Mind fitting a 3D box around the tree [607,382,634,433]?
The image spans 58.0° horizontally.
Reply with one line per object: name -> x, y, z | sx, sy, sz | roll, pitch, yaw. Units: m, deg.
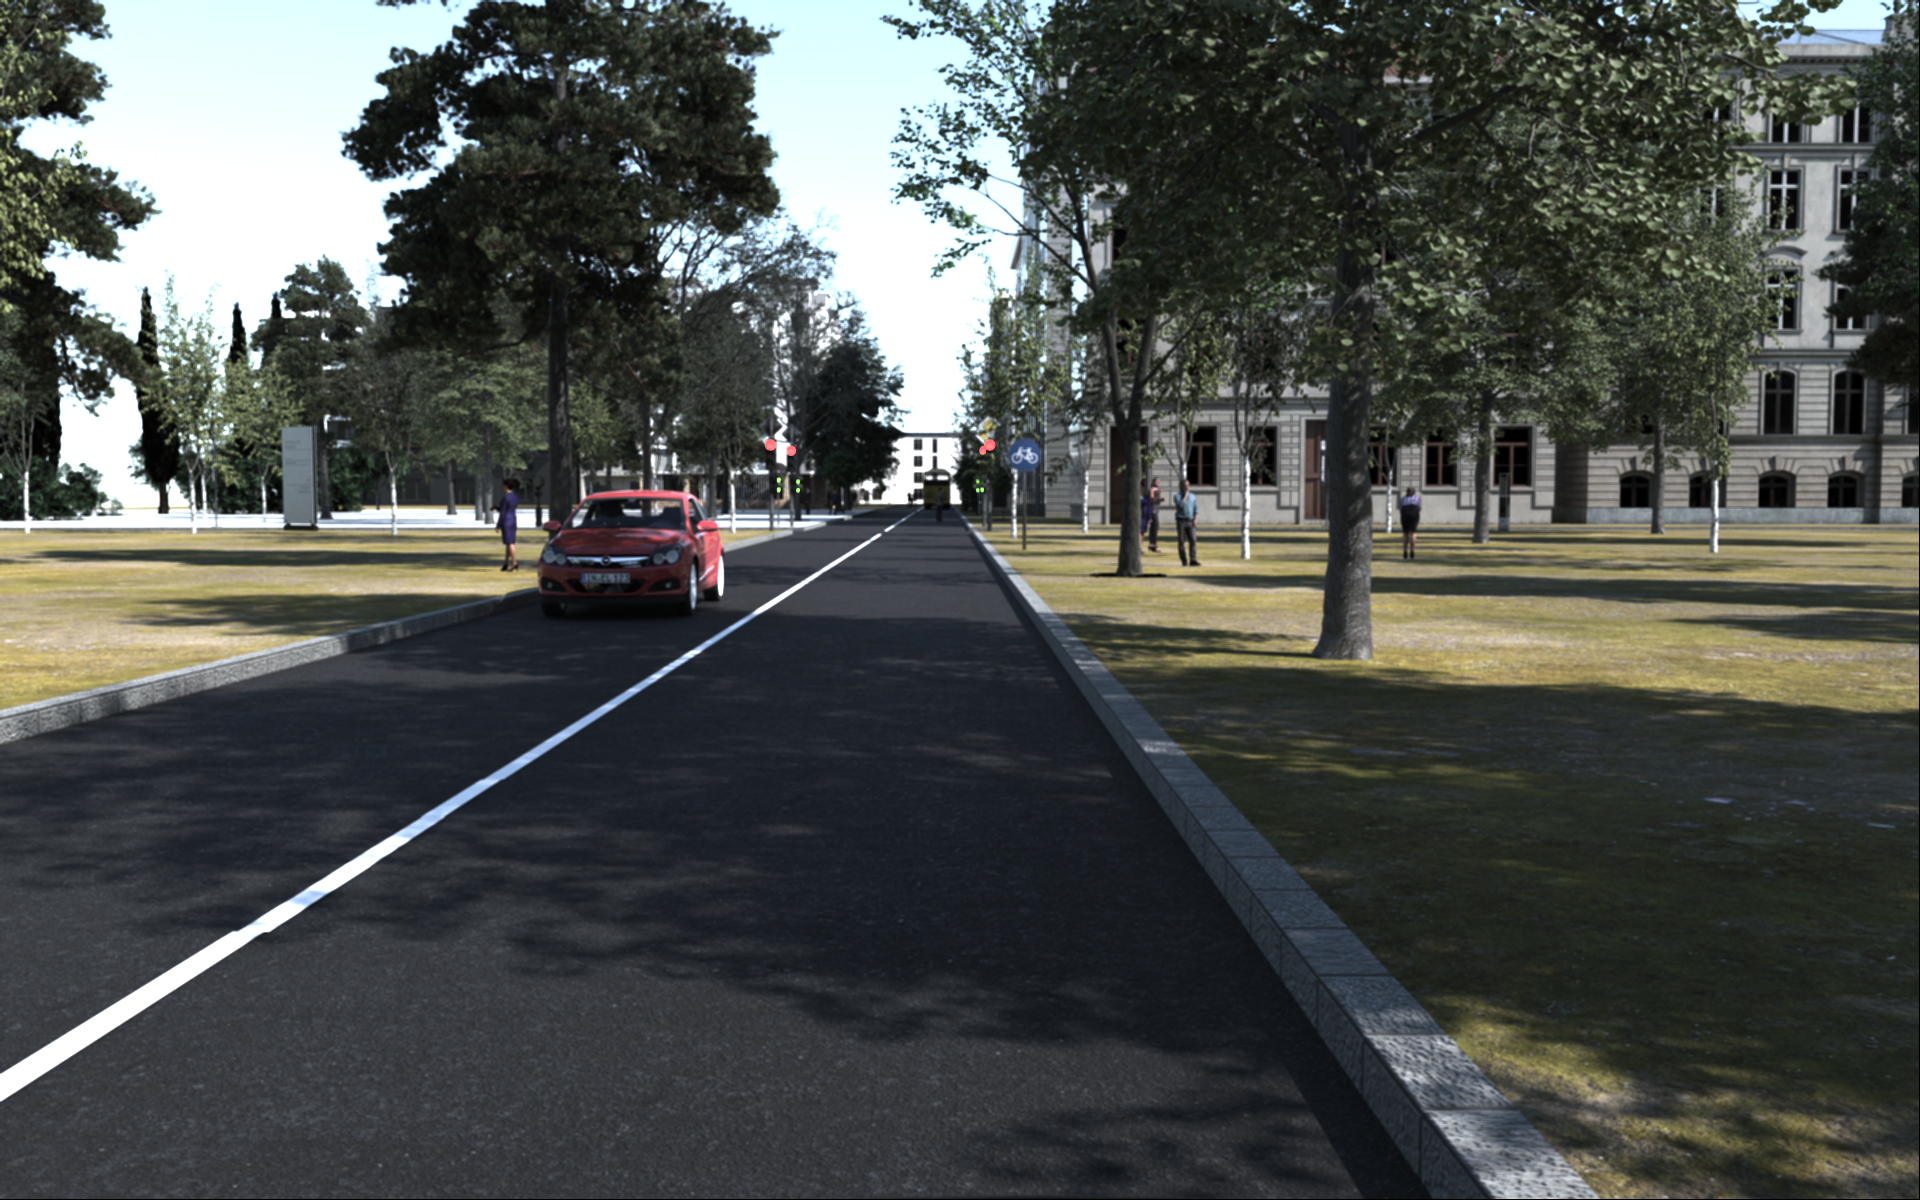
tree -> -12.645, -7.434, 71.914 | 4.360, 8.622, 3.978 | 0, 3, 0

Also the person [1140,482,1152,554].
person -> 3.921, -1.757, 37.137 | 0.453, 1.535, 0.546 | -2, 4, -25

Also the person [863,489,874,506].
person -> -10.033, -11.153, 188.396 | 1.348, 1.824, 0.705 | 0, 4, 1

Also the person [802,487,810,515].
person -> -9.474, -6.092, 106.442 | 0.742, 1.727, 0.445 | 2, 4, 33

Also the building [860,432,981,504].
building -> -8.363, -17.955, 235.716 | 28.070, 9.664, 9.099 | 0, 4, -1

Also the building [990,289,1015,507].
building -> 17.081, -21.107, 189.067 | 27.936, 21.610, 32.646 | 0, 4, -1

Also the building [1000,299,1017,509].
building -> 11.976, -18.972, 166.607 | 16.016, 20.091, 11.380 | 0, 4, -1

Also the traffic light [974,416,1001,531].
traffic light -> 1.012, -4.352, 60.401 | 0.839, 4.213, 0.868 | 0, 4, -1

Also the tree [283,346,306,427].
tree -> -32.099, -7.909, 79.678 | 4.737, 8.622, 4.395 | 0, 3, 0

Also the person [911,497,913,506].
person -> -5.775, -11.517, 200.037 | 0.697, 1.427, 0.421 | 3, 5, 42

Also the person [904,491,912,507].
person -> -5.581, -11.073, 189.686 | 1.348, 1.807, 0.705 | 1, 4, 17

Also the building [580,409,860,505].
building -> -28.210, -20.896, 208.114 | 31.486, 18.905, 16.747 | 0, 4, -1

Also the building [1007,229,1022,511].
building -> 9.468, -18.648, 133.768 | 11.050, 23.489, 19.941 | 0, 4, -1

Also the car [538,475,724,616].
car -> -4.056, -0.778, 21.764 | 2.155, 1.783, 4.494 | 0, 4, -1

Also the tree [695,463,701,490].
tree -> -20.056, -11.404, 136.820 | 4.737, 8.622, 4.395 | 0, 3, 0

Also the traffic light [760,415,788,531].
traffic light -> -6.548, -4.347, 60.314 | 0.839, 4.213, 0.868 | 0, 4, -1

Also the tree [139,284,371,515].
tree -> -47.065, -13.028, 114.822 | 13.155, 14.587, 18.604 | -1, 4, -8

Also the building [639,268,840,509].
building -> -18.996, -17.909, 149.238 | 16.016, 20.091, 11.380 | 0, 4, -1

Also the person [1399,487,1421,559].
person -> 8.940, -1.539, 34.441 | 0.421, 1.427, 0.697 | 1, 4, 16

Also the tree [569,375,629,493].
tree -> -21.937, -9.388, 103.864 | 4.737, 8.622, 4.395 | 0, 3, 0

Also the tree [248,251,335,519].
tree -> -33.266, -11.143, 89.615 | 7.806, 13.903, 7.818 | 0, 3, 0

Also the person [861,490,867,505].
person -> -11.003, -11.905, 201.484 | 1.217, 1.735, 0.721 | 3, 4, 36

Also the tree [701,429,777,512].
tree -> -15.669, -10.788, 126.743 | 4.737, 8.622, 4.395 | 0, 3, 0

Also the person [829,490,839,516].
person -> -7.505, -5.756, 102.852 | 0.574, 1.496, 0.600 | 0, 4, 1

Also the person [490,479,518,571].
person -> -7.587, -1.241, 28.705 | 0.546, 1.535, 0.453 | 0, 4, 1

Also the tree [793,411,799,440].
tree -> -15.025, -11.560, 111.055 | 6.751, 12.117, 7.091 | 0, 3, 0

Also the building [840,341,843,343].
building -> -18.843, -18.620, 160.859 | 16.016, 20.091, 11.380 | 0, 4, -1

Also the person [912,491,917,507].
person -> -4.996, -10.994, 188.692 | 0.683, 1.767, 0.568 | -2, 4, -25

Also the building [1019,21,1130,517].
building -> 9.928, -20.261, 108.753 | 11.434, 29.767, 29.804 | 0, 4, -1

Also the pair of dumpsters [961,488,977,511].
pair of dumpsters -> 0.850, -8.007, 133.407 | 1.574, 2.255, 4.436 | 0, 4, 0

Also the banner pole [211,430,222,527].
banner pole -> -29.190, -4.756, 67.782 | 0.401, 3.779, 0.863 | -1, 4, -13

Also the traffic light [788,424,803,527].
traffic light -> -6.623, -4.835, 68.299 | 0.839, 4.213, 0.868 | 0, 4, -1

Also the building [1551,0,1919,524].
building -> 43.552, -15.854, 78.294 | 34.723, 24.649, 14.460 | 0, 4, -1

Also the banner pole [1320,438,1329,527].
banner pole -> 14.324, -4.772, 68.040 | 0.401, 3.779, 0.863 | 3, 4, 36

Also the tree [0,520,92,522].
tree -> -51.546, -11.152, 84.161 | 18.604, 14.587, 13.155 | -1, 4, -13

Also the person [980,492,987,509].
person -> 1.728, -8.588, 146.462 | 1.348, 1.824, 0.705 | -1, 4, -9

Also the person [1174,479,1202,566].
person -> 4.045, -1.379, 30.798 | 0.499, 1.552, 0.429 | 0, 4, 5

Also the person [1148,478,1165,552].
person -> 4.364, -1.887, 38.371 | 0.415, 1.643, 0.593 | -2, 4, -29

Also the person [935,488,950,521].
person -> -0.895, -5.026, 91.212 | 0.750, 1.759, 0.617 | -1, 4, -23

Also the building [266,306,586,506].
building -> -60.492, -21.927, 202.478 | 32.646, 21.610, 27.936 | 0, 4, -1

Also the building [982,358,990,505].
building -> 10.692, -21.699, 211.201 | 16.016, 20.091, 11.380 | 0, 4, -1

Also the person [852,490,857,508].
person -> -9.952, -9.564, 163.341 | 0.541, 1.710, 0.530 | 1, 4, 9

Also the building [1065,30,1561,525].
building -> 15.049, -14.725, 76.913 | 21.152, 22.565, 11.583 | 0, 4, -1

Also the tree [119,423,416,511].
tree -> -53.546, -10.523, 134.950 | 20.602, 7.101, 11.467 | -2, 4, -33
